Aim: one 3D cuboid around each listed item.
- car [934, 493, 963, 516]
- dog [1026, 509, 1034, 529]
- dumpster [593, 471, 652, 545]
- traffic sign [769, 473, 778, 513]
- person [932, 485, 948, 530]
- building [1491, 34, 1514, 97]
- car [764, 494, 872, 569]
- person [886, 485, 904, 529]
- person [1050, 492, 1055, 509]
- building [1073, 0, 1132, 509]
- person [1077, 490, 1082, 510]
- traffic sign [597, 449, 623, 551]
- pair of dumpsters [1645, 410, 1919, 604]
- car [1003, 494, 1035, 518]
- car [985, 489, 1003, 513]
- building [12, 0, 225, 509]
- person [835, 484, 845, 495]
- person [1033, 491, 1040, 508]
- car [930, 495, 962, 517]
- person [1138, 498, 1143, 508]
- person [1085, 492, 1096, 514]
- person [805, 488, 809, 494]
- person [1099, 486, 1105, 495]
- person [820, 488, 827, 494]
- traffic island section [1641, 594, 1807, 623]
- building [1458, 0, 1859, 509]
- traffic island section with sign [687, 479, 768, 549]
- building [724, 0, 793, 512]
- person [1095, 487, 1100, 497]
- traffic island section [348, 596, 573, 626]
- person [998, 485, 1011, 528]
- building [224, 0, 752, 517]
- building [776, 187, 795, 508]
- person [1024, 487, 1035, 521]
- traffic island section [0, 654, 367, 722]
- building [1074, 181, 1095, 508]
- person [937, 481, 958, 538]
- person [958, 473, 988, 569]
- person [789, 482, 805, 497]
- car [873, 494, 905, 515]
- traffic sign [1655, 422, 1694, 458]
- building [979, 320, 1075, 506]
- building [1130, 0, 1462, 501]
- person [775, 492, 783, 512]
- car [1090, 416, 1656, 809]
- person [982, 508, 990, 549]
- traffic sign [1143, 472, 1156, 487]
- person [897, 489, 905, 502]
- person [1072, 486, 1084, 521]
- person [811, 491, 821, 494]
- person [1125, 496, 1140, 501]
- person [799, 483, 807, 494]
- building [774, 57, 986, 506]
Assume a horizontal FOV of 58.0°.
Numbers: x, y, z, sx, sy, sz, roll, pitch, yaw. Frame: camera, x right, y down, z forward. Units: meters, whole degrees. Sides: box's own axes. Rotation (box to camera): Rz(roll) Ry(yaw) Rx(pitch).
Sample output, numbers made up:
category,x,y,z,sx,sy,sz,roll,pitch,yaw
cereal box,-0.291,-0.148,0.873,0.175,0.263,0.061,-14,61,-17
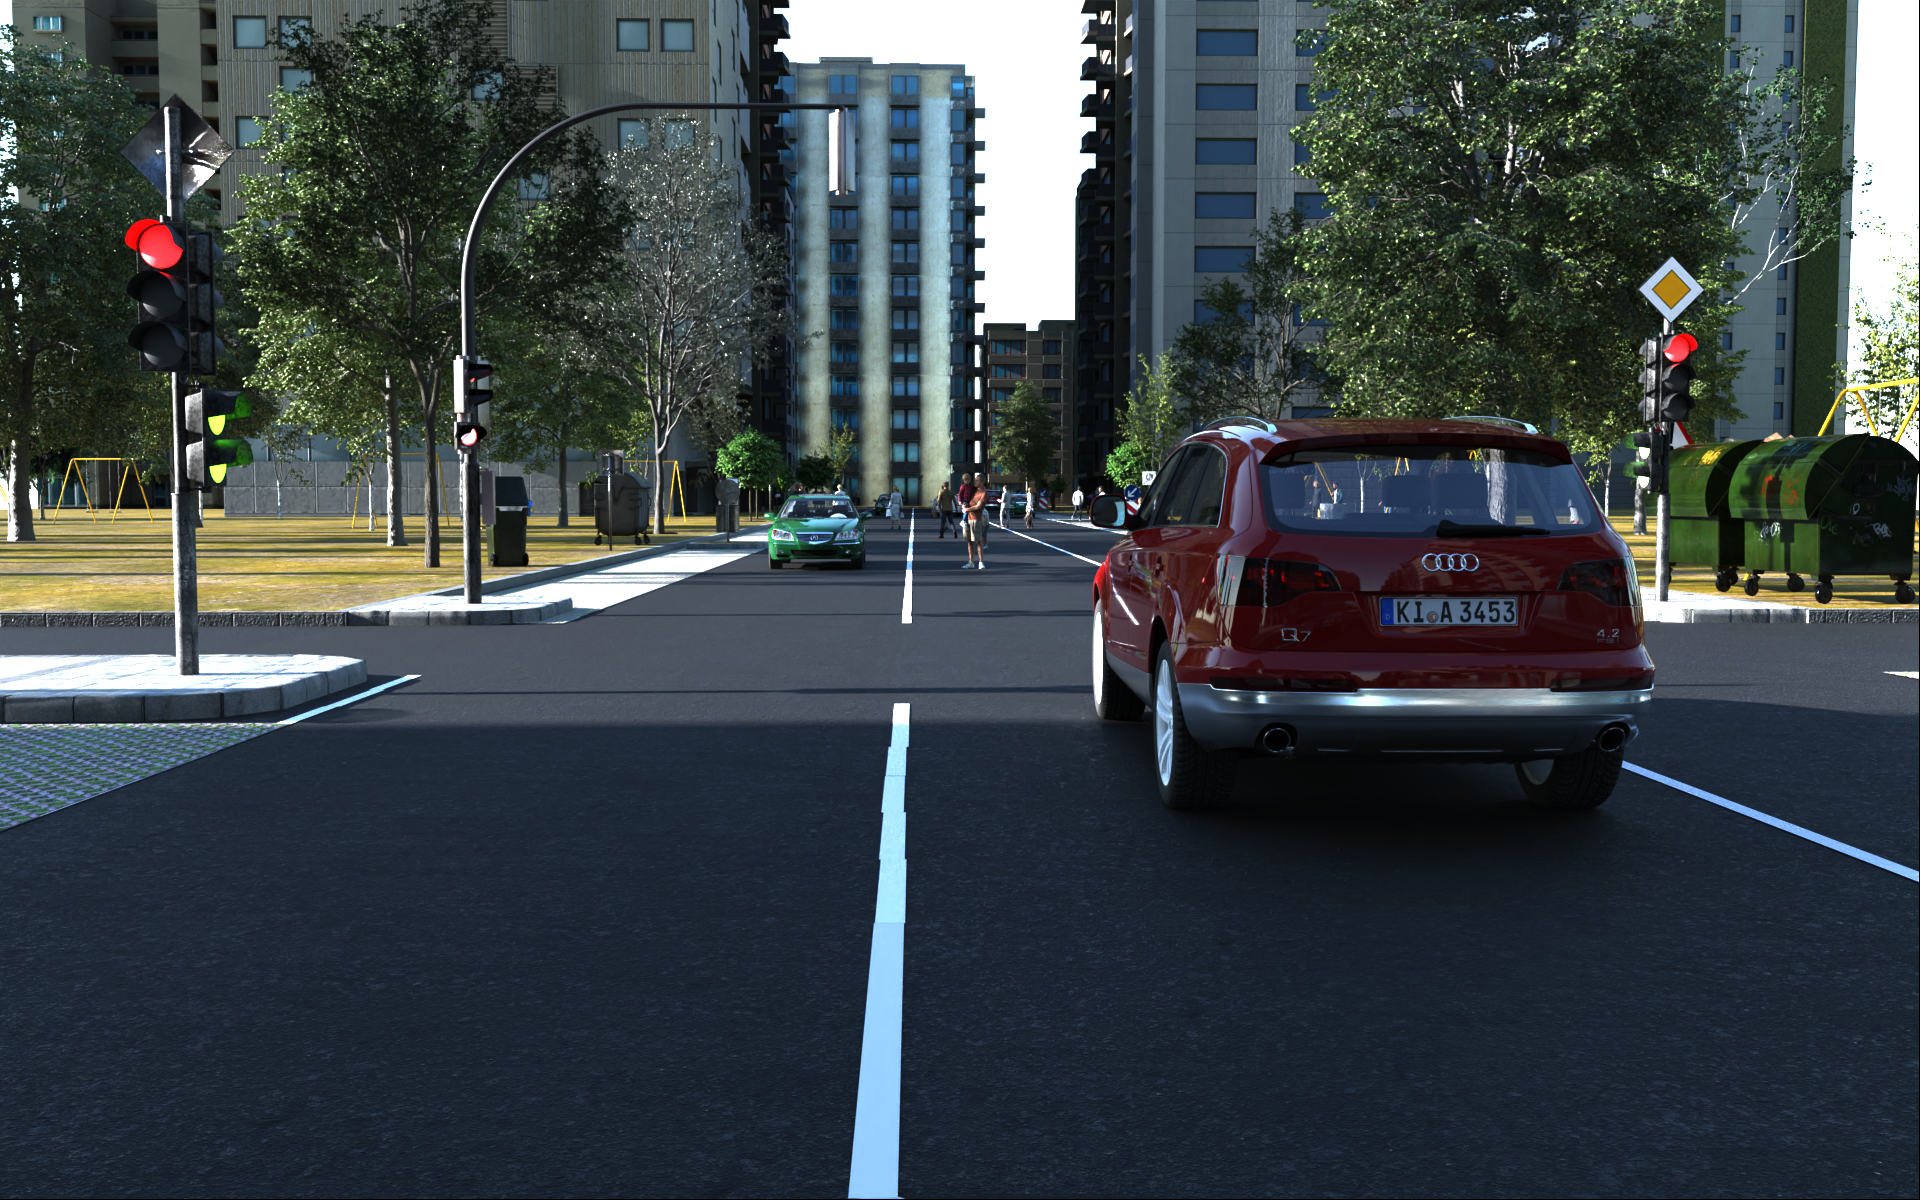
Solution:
category,x,y,z,sx,sy,sz,roll,pitch,yaw
car,-0.690,-6.580,116.629,2.155,1.783,4.494,0,4,0
dog,3.005,-3.373,71.991,0.513,0.831,0.800,3,5,44
dumpster,-8.568,-2.333,43.897,1.264,1.857,1.865,0,4,-2
traffic sign,-9.179,-5.115,83.730,0.768,2.556,0.104,0,4,-1
person,-0.655,-3.656,68.388,0.709,1.813,0.853,-3,5,-41
building,42.171,-31.368,162.978,14.200,45.320,14.600,0,4,-2
car,-2.813,-1.399,34.667,2.131,1.459,4.920,0,4,-2
person,-2.631,-3.759,70.305,0.694,1.780,0.624,-1,4,-13
person,7.695,-8.403,143.983,0.434,1.755,0.990,-1,4,-15
building,21.201,-29.688,140.027,22.147,44.769,28.867,0,4,-2
person,9.397,-7.927,136.583,0.436,1.711,0.756,-1,4,-20
traffic sign,-7.895,-2.261,39.095,0.606,2.300,0.079,0,4,7
pair of dumpsters,10.434,-1.202,22.147,1.574,2.255,4.437,0,4,-1
car,3.563,-5.758,105.936,2.131,1.459,4.920,0,4,-3
car,2.341,-7.455,130.556,2.281,1.827,5.304,0,4,-1
building,-68.974,-32.576,156.324,21.600,48.544,21.300,0,4,-2
person,-5.042,-3.979,73.438,0.818,1.842,0.514,2,4,35
person,7.102,-9.408,160.673,0.445,1.727,0.742,3,5,39
car,-0.853,-5.945,109.567,2.083,1.381,4.827,0,4,-2
person,6.632,-3.085,63.195,0.306,1.304,0.590,3,4,38
person,8.505,-6.349,113.088,0.697,1.427,0.421,0,4,-5
person,-11.007,-7.128,123.270,0.721,1.739,1.217,2,4,25
person,6.446,-4.250,78.255,0.850,1.792,0.678,-1,4,-22
person,-11.243,-8.301,141.769,1.348,1.823,0.705,-1,4,-20
traffic island section,8.405,0.097,20.697,2.009,0.180,2.903,0,4,-2
building,63.482,-37.732,158.923,28.212,58.520,21.231,0,4,-2
traffic island section with sign,-6.077,-2.256,45.519,1.989,1.847,2.006,0,4,-2
building,-24.817,-29.454,136.200,22.147,44.769,28.867,0,4,-2
person,9.225,-6.635,115.253,1.217,1.736,0.721,-2,4,-28
traffic island section,-5.732,0.119,20.328,2.009,0.180,2.903,0,4,-2
person,1.877,-3.976,73.709,0.583,1.804,0.606,2,4,33
building,-27.524,-31.713,107.746,28.713,52.752,27.495,0,4,-2
building,-22.484,-23.775,160.429,14.107,30.474,14.160,0,4,-2
person,3.687,-5.099,92.219,0.624,1.780,0.694,0,4,-3
traffic island section,-5.520,0.608,12.345,2.009,0.180,2.903,0,4,-2
building,17.523,-23.872,162.007,14.160,30.474,14.107,0,4,-2
person,-0.380,-2.917,56.099,0.836,1.842,0.656,3,5,44
person,0.242,-1.520,33.320,0.580,1.828,0.573,0,4,-5
person,-4.536,-2.437,48.762,0.576,1.772,0.534,-2,4,-29
car,-4.807,-6.474,117.640,2.131,1.459,4.920,0,4,-1
traffic sign,10.549,-1.576,25.779,0.884,2.594,0.081,0,4,6
building,17.083,-21.524,196.948,28.899,21.520,27.650,0,4,-2
building,21.582,-34.793,110.858,21.231,58.520,28.212,0,4,-2
person,-12.628,-6.814,120.634,0.799,1.438,0.628,2,4,34
car,1.904,-0.046,9.424,2.281,1.827,5.304,0,4,-1
person,0.613,-1.950,45.062,0.352,1.250,0.332,2,4,33
traffic sign,8.627,-4.697,78.929,0.606,2.300,0.079,0,4,5
person,-4.468,-7.013,123.256,1.348,1.812,0.705,-2,4,-35
person,6.235,-5.092,91.596,0.661,1.843,0.795,2,4,34
person,-11.182,-7.862,134.592,1.348,1.824,0.705,0,4,2
person,7.525,-4.084,75.463,0.592,1.802,0.473,3,5,40
person,-5.240,-2.938,56.818,0.520,1.790,0.573,-1,4,-11
building,-12.569,-35.047,192.620,30.456,49.044,23.786,0,4,-2
